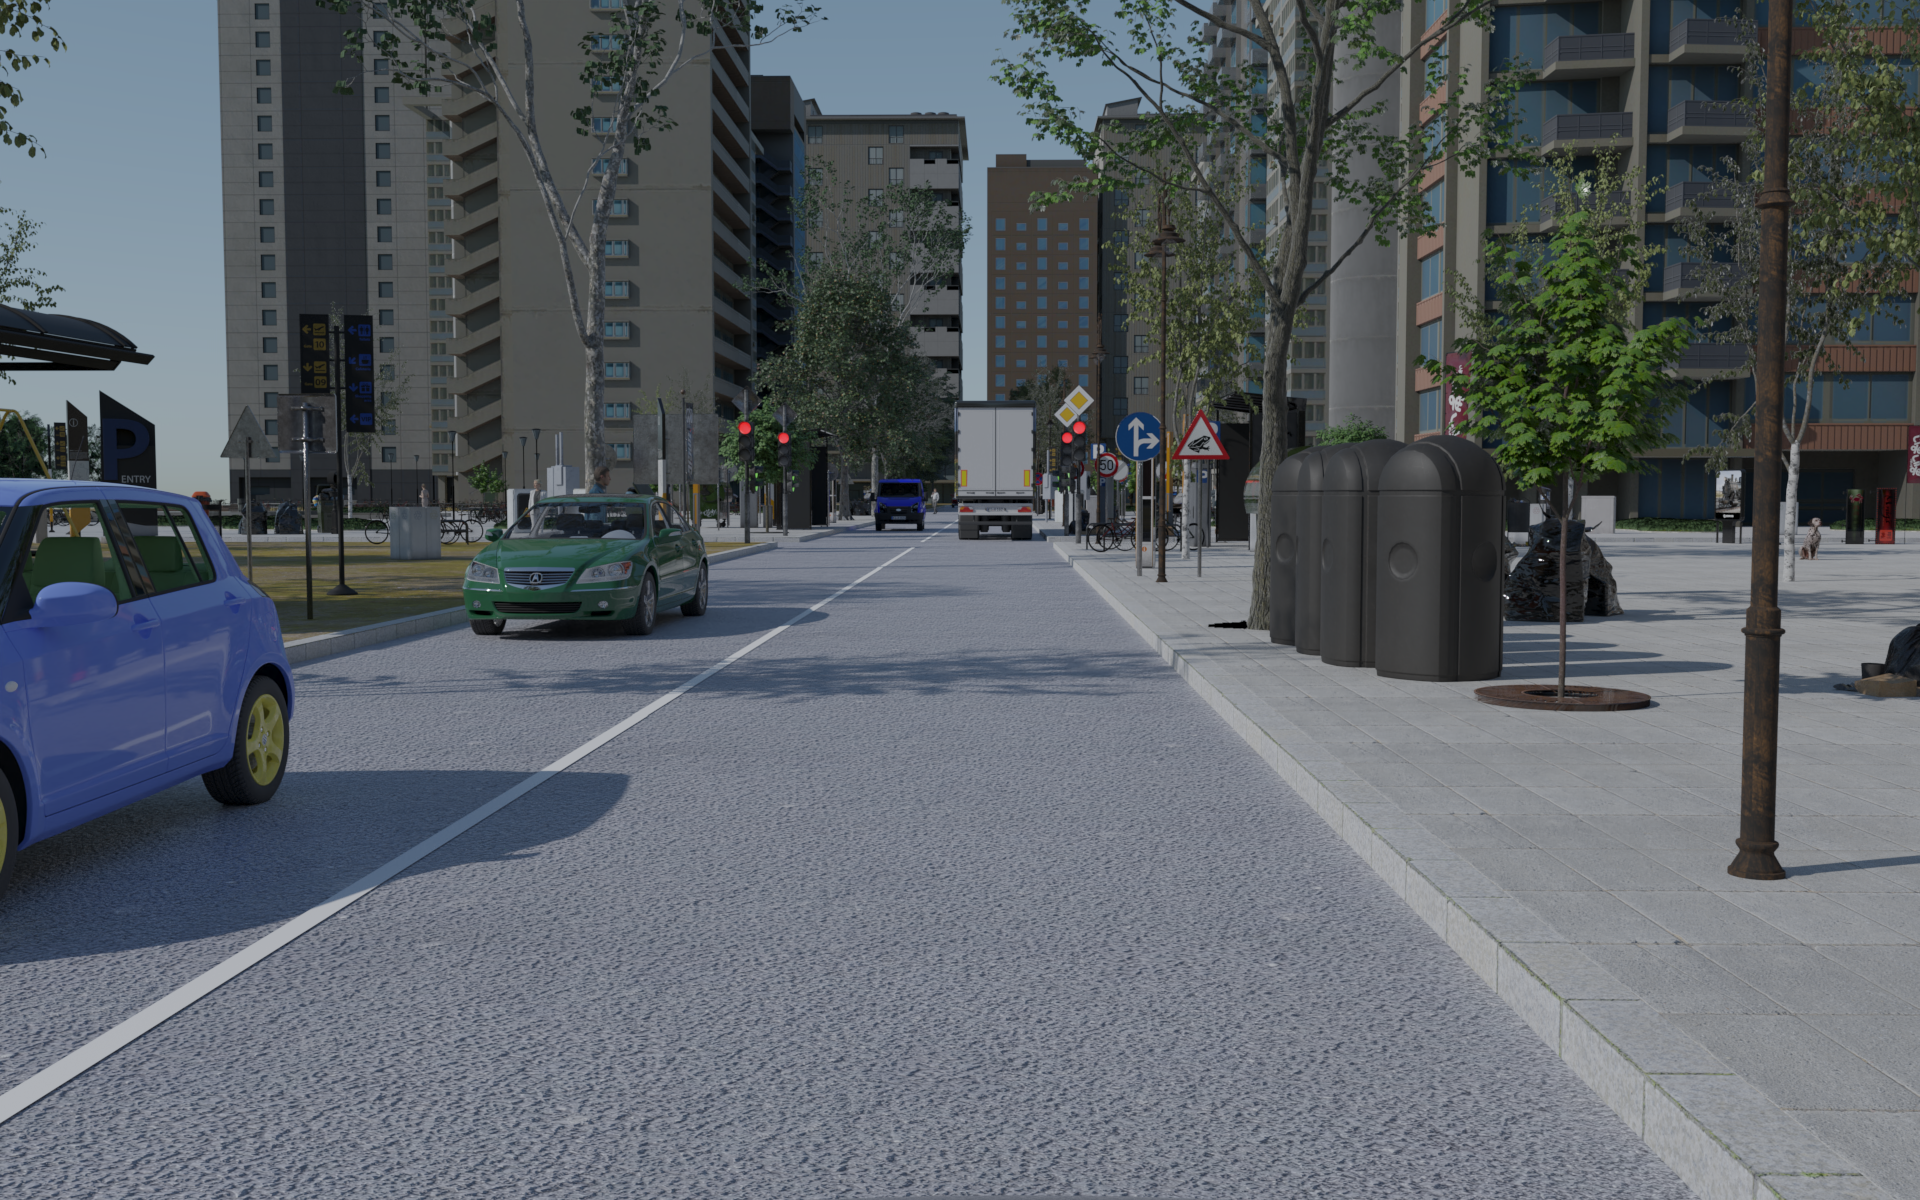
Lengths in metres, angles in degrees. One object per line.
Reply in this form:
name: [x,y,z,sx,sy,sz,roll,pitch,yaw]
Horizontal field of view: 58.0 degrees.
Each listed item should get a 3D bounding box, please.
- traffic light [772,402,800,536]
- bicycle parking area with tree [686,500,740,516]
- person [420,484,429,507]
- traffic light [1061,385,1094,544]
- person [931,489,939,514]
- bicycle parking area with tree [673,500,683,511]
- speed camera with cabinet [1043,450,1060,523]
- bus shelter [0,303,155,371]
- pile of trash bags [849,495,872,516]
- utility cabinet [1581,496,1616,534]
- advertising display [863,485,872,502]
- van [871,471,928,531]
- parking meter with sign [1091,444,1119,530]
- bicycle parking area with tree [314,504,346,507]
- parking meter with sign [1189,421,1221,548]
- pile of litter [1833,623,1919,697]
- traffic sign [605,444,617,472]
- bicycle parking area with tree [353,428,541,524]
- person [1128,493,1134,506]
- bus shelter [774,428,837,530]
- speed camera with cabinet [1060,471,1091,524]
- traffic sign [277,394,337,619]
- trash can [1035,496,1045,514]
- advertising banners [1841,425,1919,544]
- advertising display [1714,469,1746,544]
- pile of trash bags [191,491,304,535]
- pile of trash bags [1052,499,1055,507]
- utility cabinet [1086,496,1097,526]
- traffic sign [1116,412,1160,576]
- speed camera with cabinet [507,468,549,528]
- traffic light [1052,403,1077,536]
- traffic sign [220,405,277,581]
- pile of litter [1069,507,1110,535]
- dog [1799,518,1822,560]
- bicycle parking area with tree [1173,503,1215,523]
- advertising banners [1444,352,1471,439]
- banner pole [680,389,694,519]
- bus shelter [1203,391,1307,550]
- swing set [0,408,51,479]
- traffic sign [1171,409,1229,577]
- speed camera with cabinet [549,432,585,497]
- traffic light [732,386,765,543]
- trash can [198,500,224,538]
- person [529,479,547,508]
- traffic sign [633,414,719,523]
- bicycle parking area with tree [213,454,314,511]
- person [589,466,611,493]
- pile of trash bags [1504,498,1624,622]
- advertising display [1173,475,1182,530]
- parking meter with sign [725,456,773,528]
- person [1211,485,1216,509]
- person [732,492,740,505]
traffic light: [-5.327,-3.914,52.909,0.839,4.253,0.868,0,4,1]
bicycle parking area with tree: [-16.822,-7.326,106.781,9.016,4.147,8.231,1,4,10]
person: [-25.731,-4.698,83.198,0.374,1.781,0.599,1,4,17]
traffic light: [3.047,-3.414,44.744,0.839,4.253,0.868,0,4,1]
person: [-1.799,-7.057,123.983,0.679,1.850,0.850,2,4,27]
bicycle parking area with tree: [-20.394,-6.233,88.919,9.016,4.147,8.231,3,5,45]
speed camera with cabinet: [4.452,-5.082,77.426,0.660,3.252,2.038,-2,4,-27]
bus shelter: [-10.282,-1.420,17.145,2.014,3.302,5.546,0,4,1]
pile of trash bags: [-5.609,-5.664,102.356,3.447,1.369,1.912,3,5,43]
utility cabinet: [20.767,-2.763,56.333,1.020,1.237,0.306,2,4,31]
advertising display: [-6.639,-7.459,127.166,0.974,1.923,0.123,0,4,-4]
van: [-2.364,-3.950,68.969,2.240,2.365,5.245,0,4,0]
parking meter with sign: [5.117,-3.938,60.646,0.543,3.016,1.738,2,4,23]
bicycle parking area with tree: [-39.890,-8.429,124.813,9.016,4.147,8.231,1,4,15]
parking meter with sign: [5.883,-2.811,42.222,0.543,3.016,1.738,0,4,-4]
pile of litter: [6.531,0.186,10.930,1.719,0.858,1.176,3,5,43]
traffic sign: [-8.961,-2.644,43.328,0.768,2.556,0.104,0,4,4]
bicycle parking area with tree: [-20.870,-5.511,77.102,8.231,4.147,9.016,3,5,44]
person: [13.824,-8.219,140.060,0.705,1.869,1.348,1,4,18]
bus shelter: [-5.752,-4.509,64.997,1.731,3.624,6.357,0,4,1]
speed camera with cabinet: [4.441,-4.342,65.335,0.660,3.252,2.038,1,4,17]
traffic sign: [-6.655,-0.951,17.674,0.606,2.300,0.079,0,4,2]
trash can: [5.072,-6.027,110.195,0.748,1.137,0.748,0,3,0]
advertising banners: [23.525,-2.925,44.015,2.074,3.025,0.090,0,4,3]
advertising display: [19.990,-2.433,44.986,0.123,1.923,0.974,-1,4,-17]
pile of trash bags: [-22.664,-2.777,55.164,3.447,1.369,1.912,-1,4,-12]
pile of trash bags: [7.467,-6.467,115.495,3.447,1.369,1.912,-1,4,-20]
utility cabinet: [5.581,-3.562,69.401,1.020,1.237,0.306,0,4,-2]
traffic sign: [2.805,-1.643,26.975,0.768,2.556,0.104,1,4,11]
speed camera with cabinet: [-13.832,-3.834,57.025,2.038,3.252,0.660,-2,4,-34]
traffic light: [3.233,-3.903,52.727,0.839,4.253,0.868,0,4,1]
traffic sign: [-10.451,-1.555,25.431,0.884,2.594,0.081,1,4,8]
pile of litter: [4.142,-2.524,55.225,1.719,0.858,1.176,-2,4,-30]
dog: [16.680,-1.189,33.818,0.513,0.831,0.800,3,5,44]
bicycle parking area with tree: [13.074,-5.425,75.700,9.016,4.147,8.231,1,4,14]
advertising banners: [5.835,-1.579,22.009,0.090,3.025,2.074,-1,4,-20]
banner pole: [-6.558,-3.160,41.684,0.401,3.779,0.863,1,4,13]
bus shelter: [7.178,-3.137,42.579,1.731,3.624,6.357,0,4,1]
swing set: [-17.513,-2.007,30.434,2.862,2.851,3.119,0,4,2]
traffic sign: [3.693,-1.629,26.646,0.884,2.594,0.081,0,4,4]
speed camera with cabinet: [-12.115,-3.718,55.127,2.038,3.252,0.660,3,5,43]
traffic light: [-5.512,-3.425,44.926,0.839,4.253,0.868,0,4,1]
trash can: [-18.670,-1.920,43.038,0.748,1.137,0.748,0,3,0]
person: [-11.809,-2.451,48.451,0.514,1.842,0.818,-1,4,-22]
traffic sign: [-7.226,-3.066,43.997,2.265,3.308,0.079,1,4,10]
bicycle parking area with tree: [-48.978,-8.350,123.528,9.016,4.147,8.231,3,5,39]
person: [-4.635,-0.800,21.931,0.444,1.785,0.601,-1,4,-8]
pile of trash bags: [5.442,-0.491,17.778,1.912,1.369,3.447,3,5,39]
advertising display: [7.784,-3.337,59.781,0.974,1.923,0.123,1,4,11]
parking meter with sign: [-7.946,-4.225,65.344,1.738,3.016,0.543,0,4,-2]
person: [14.520,-5.621,98.128,0.661,1.801,0.590,-2,4,-34]
person: [-17.568,-7.702,135.167,0.628,1.438,0.799,3,5,42]
